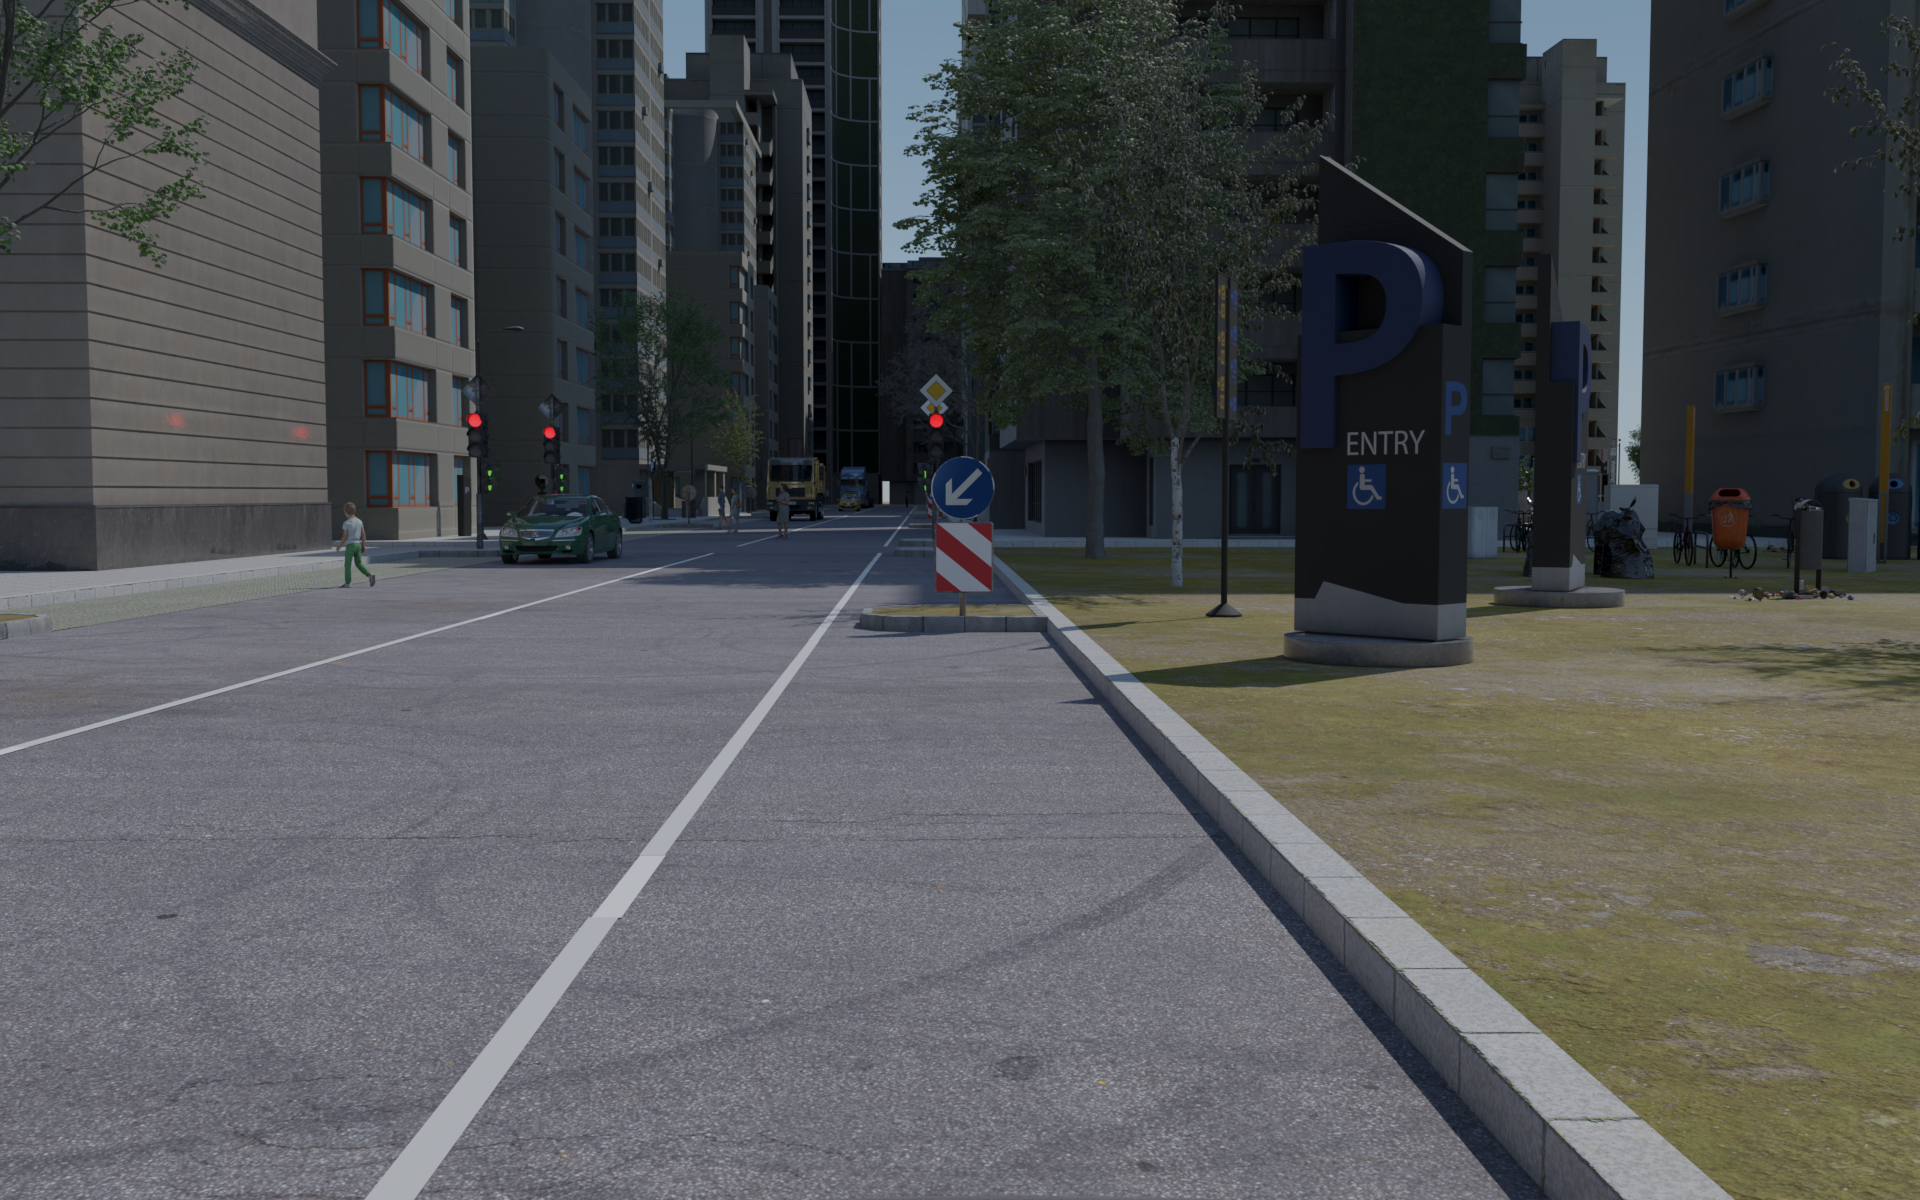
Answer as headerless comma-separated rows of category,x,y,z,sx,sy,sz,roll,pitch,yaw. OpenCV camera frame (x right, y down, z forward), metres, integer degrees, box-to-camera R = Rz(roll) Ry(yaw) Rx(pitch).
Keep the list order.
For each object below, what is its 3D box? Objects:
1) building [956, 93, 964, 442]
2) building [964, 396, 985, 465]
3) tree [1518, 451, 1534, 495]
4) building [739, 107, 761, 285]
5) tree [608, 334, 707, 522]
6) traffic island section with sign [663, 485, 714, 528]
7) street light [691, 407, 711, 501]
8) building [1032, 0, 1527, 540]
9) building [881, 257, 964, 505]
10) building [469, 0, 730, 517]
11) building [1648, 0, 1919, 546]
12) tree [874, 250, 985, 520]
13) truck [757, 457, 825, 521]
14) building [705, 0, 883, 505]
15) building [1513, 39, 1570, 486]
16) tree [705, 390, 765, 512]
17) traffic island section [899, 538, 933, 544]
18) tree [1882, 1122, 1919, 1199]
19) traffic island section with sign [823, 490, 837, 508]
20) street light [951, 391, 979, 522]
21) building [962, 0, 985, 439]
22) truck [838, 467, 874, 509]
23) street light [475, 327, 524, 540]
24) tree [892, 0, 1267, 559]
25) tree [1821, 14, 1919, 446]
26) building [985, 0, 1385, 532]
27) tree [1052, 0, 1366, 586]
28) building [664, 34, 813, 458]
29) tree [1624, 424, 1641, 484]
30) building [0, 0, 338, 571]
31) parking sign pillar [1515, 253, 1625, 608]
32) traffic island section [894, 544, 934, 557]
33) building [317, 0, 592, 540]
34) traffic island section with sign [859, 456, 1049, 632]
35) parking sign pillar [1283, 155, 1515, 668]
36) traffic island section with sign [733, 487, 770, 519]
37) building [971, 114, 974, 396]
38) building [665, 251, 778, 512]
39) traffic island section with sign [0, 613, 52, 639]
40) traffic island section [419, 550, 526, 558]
building,10.765,-34.532,184.210,23.786,49.044,30.456,0,4,-1
building,11.742,-48.554,106.533,22.319,86.520,31.000,0,4,-1
tree,22.012,-4.540,68.826,1.663,3.219,1.824,0,3,0
building,-32.100,-28.843,163.470,32.217,40.220,23.993,0,4,-1
tree,-14.079,-7.922,79.889,4.360,8.622,3.978,0,3,0
traffic island section with sign,-11.577,-3.998,73.989,1.989,1.847,2.006,0,4,-1
street light,-13.737,-7.321,92.240,1.470,5.913,1.316,0,4,-1
building,8.416,-17.256,53.833,14.107,30.474,14.160,0,4,-1
building,-2.747,-27.057,214.077,14.107,30.474,14.160,0,4,-1
building,-30.867,-25.188,103.700,32.217,40.220,23.993,0,4,-1
building,34.244,-26.367,54.803,21.600,48.544,21.300,0,4,-1
tree,0.893,-10.682,85.017,12.009,13.543,11.850,0,3,0
truck,-8.874,-5.990,93.856,3.469,3.379,9.791,0,4,-1
building,-20.154,-47.510,215.032,20.611,71.187,20.563,0,4,-1
building,60.282,-34.618,189.704,21.600,48.544,21.300,0,4,-1
tree,-15.368,-10.387,120.194,4.737,8.622,4.395,0,3,0
traffic island section,-0.694,-1.612,48.632,2.009,0.180,2.903,0,4,-1
tree,2.331,-4.705,2.690,9.928,11.665,9.643,0,3,0
traffic island section with sign,-13.684,-10.358,177.986,1.989,1.847,2.006,0,4,-1
street light,0.186,-6.478,78.456,1.470,5.913,1.316,0,4,-1
building,13.807,-34.599,154.935,28.713,52.752,27.495,0,4,-1
truck,-10.467,-11.481,177.474,2.967,4.110,18.799,0,3,0
street light,-12.795,-4.624,48.149,1.470,5.913,1.316,0,4,-1
tree,2.289,-7.102,34.245,7.486,12.596,7.792,0,3,0
tree,10.026,-3.964,15.175,4.360,8.622,3.978,0,3,0
building,7.955,-18.201,69.292,14.160,30.474,14.107,0,4,-1
tree,3.085,-4.483,23.664,4.360,8.622,3.978,0,3,0
building,-27.228,-34.519,188.083,21.600,48.544,21.300,0,4,-1
tree,28.498,-5.274,69.950,4.285,4.588,4.351,0,3,0
building,-26.593,-14.451,33.541,25.104,27.353,12.463,0,4,-1
parking sign pillar,6.957,-1.929,20.015,1.447,3.967,1.447,2,4,27
traffic island section,-0.532,-1.123,40.649,2.009,0.180,2.903,0,4,-1
building,-29.676,-13.240,61.514,27.650,21.520,28.899,0,4,-1
traffic island section with sign,-0.089,-0.629,18.907,1.989,1.847,2.006,0,4,-1
parking sign pillar,3.255,-1.523,13.380,1.447,3.967,1.447,-3,5,-44
traffic island section with sign,-12.124,-5.646,100.939,1.989,1.847,2.006,0,4,-1
building,7.783,-22.203,134.727,14.160,30.474,14.107,0,4,-1
building,-29.595,-17.899,137.689,27.650,21.520,28.899,0,4,-1
traffic island section with sign,-10.433,-0.543,17.503,1.989,1.847,2.006,0,4,-1
traffic island section,-11.222,-1.111,40.438,2.009,0.180,2.903,0,4,-1
